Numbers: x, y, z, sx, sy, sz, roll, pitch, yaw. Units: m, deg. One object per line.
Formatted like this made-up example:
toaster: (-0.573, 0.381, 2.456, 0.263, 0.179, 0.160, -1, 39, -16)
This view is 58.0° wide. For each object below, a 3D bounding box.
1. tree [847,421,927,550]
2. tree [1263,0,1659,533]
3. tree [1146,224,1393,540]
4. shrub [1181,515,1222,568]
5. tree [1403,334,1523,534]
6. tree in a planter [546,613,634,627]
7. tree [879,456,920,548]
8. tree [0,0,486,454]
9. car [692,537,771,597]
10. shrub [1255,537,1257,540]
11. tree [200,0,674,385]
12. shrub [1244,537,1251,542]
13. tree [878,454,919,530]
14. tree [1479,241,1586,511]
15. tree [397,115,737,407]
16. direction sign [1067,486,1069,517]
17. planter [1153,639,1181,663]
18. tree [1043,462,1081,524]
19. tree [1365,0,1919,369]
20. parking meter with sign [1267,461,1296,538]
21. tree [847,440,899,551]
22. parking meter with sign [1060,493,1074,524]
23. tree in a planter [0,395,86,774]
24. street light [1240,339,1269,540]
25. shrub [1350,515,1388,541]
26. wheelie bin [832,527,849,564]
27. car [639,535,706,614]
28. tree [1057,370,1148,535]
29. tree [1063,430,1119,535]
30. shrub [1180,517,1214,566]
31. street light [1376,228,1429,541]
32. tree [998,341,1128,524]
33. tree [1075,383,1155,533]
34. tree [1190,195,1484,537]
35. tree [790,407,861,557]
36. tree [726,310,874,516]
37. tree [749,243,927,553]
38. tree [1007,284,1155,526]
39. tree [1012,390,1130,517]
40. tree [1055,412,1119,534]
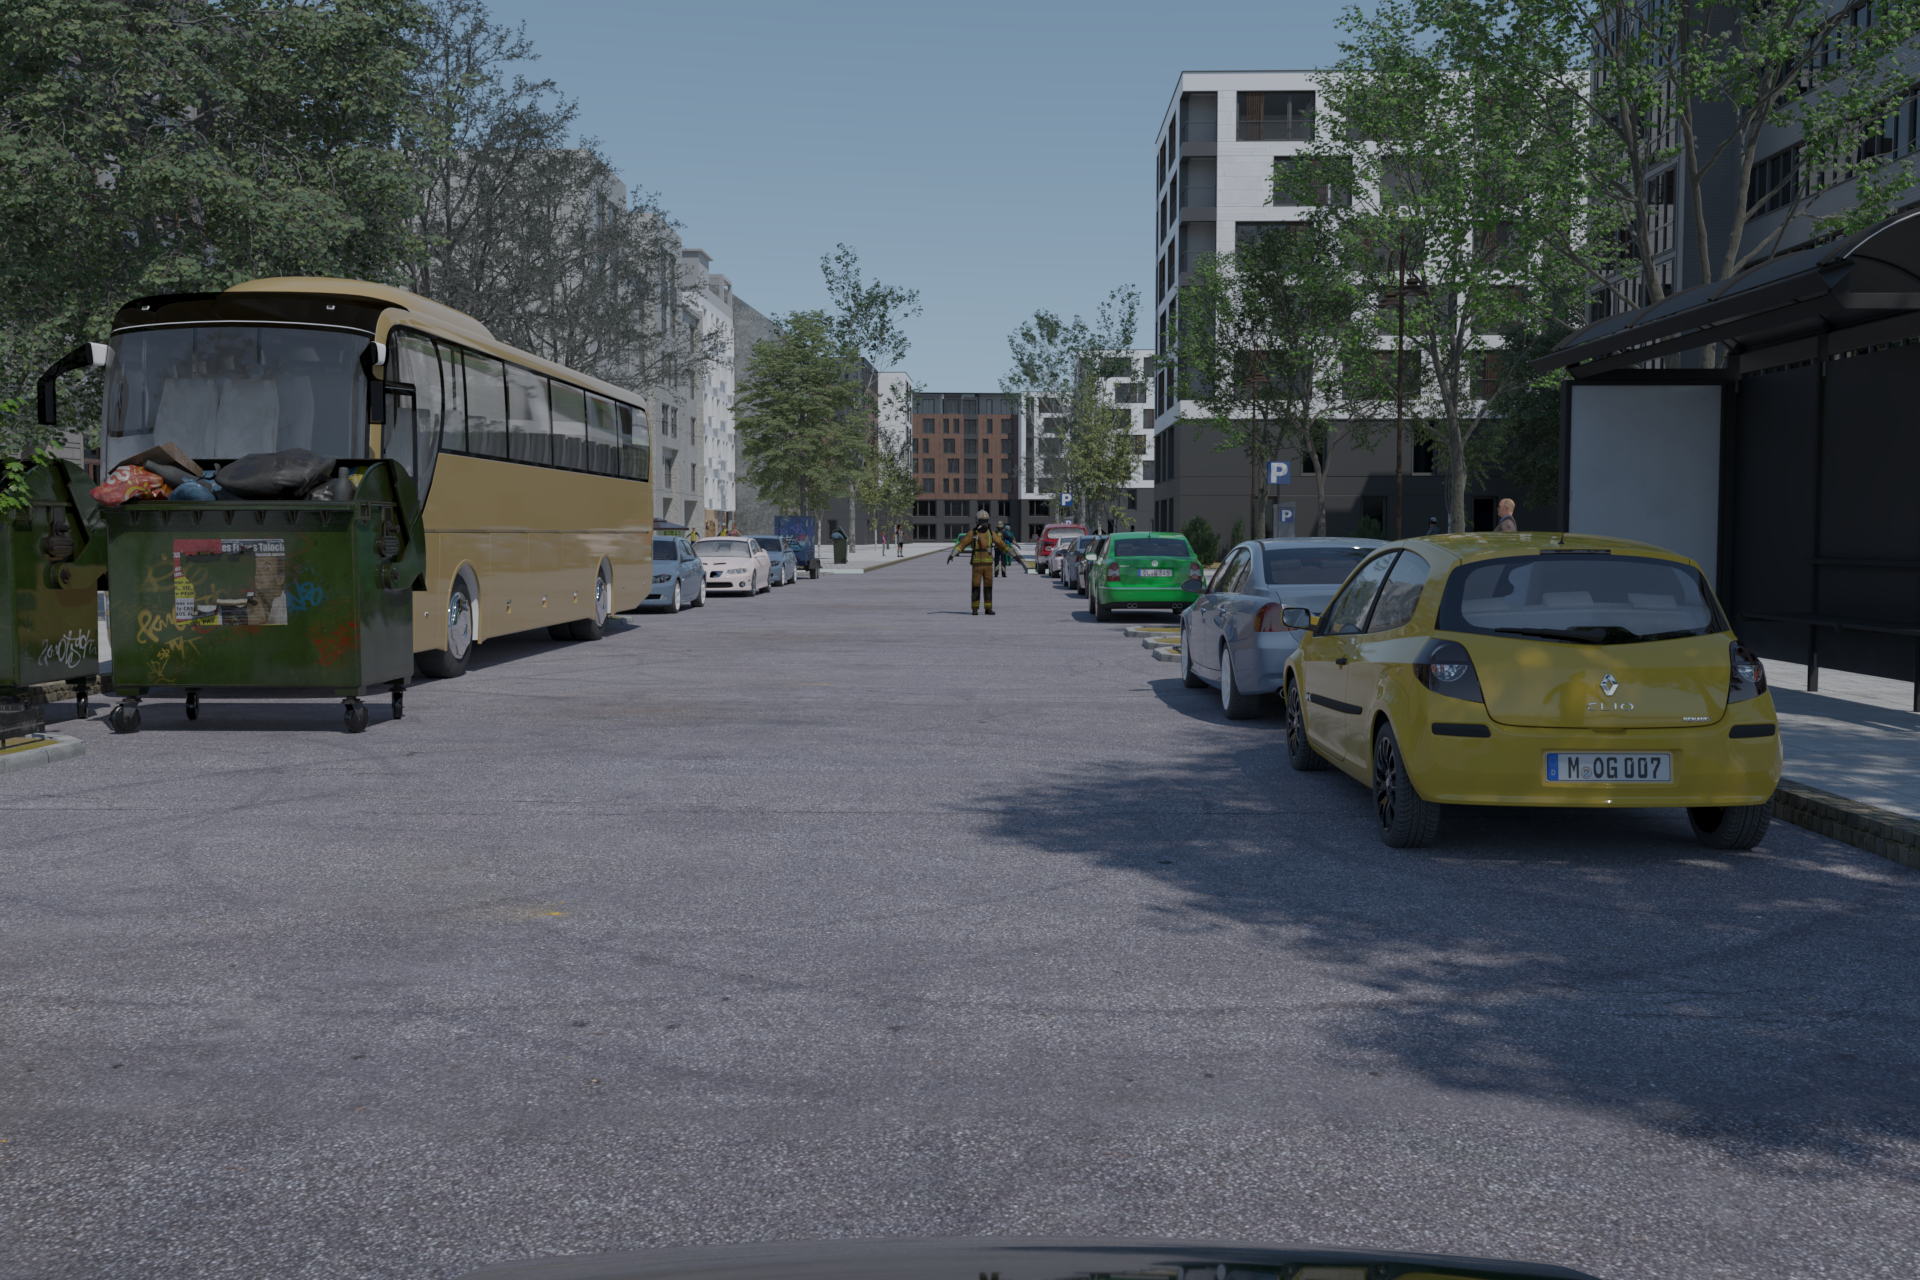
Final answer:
tree: (-6.269, -12.780, 143.360, 7.601, 10.594, 8.767, -3, 4, -39)
tree: (9.666, -6.603, 33.713, 9.928, 11.665, 9.643, 0, 3, 0)
tree: (10.247, -8.073, 57.750, 9.928, 11.665, 9.643, 0, 3, 0)
shrub: (9.022, -3.727, 65.364, 1.690, 2.028, 1.600, 0, 3, 0)
tree: (18.195, -6.905, 63.265, 4.737, 8.622, 4.395, 0, 3, 0)
tree in a planter: (-6.304, -1.859, 27.619, 1.991, 3.239, 1.994, 0, 4, 1)
tree: (-5.682, -12.490, 154.577, 4.737, 8.622, 4.395, 0, 3, 0)
tree: (-12.130, -7.320, 26.337, 9.857, 13.997, 8.962, 0, 3, 0)
car: (-5.581, -1.752, 41.001, 2.083, 1.381, 4.827, 0, 4, 1)
shrub: (12.030, -3.625, 70.380, 1.383, 1.207, 1.383, 0, 3, 0)
tree: (-11.471, -7.804, 37.970, 12.009, 13.543, 11.850, 0, 3, 0)
shrub: (10.953, -3.333, 65.617, 1.383, 1.207, 1.383, 0, 3, 0)
tree: (-5.674, -12.797, 159.587, 4.737, 8.622, 4.395, 0, 3, 0)
tree: (25.743, -10.047, 70.918, 9.857, 13.997, 8.962, 0, 3, 0)
tree: (-11.733, -8.551, 50.173, 12.009, 13.543, 11.850, 0, 3, 0)
direction sign: (5.069, -5.445, 81.027, 0.379, 3.537, 0.876, 0, 3, 0)
planter: (3.250, 0.074, 19.937, 1.991, 0.319, 1.994, 0, 4, 0)
tree: (9.245, -12.473, 154.301, 4.737, 8.622, 4.395, 0, 3, 0)
tree: (8.799, -5.806, 20.690, 9.928, 11.665, 9.643, 0, 3, 0)
parking meter with sign: (7.619, -2.725, 40.814, 0.543, 3.016, 1.738, 0, 4, 2)
tree: (-6.804, -11.288, 134.924, 4.737, 8.622, 4.395, 0, 3, 0)
parking meter with sign: (4.529, -4.692, 72.976, 0.543, 3.016, 1.738, 0, 4, 0)
tree in a planter: (-6.680, -0.824, 10.692, 1.991, 3.239, 1.994, 0, 4, 1)
street light: (6.972, -4.180, 41.131, 0.468, 5.910, 1.993, 0, 4, 1)
shrub: (16.133, -3.947, 68.579, 1.661, 2.075, 1.752, 0, 3, 0)
wheelie bin: (-5.145, -4.062, 74.319, 0.693, 1.594, 0.980, 0, 4, 2)
car: (-5.916, -1.267, 32.717, 2.014, 1.417, 4.499, 0, 4, 1)
tree: (6.284, -7.762, 77.275, 4.737, 8.622, 4.395, 0, 3, 0)
tree: (8.683, -10.343, 119.465, 4.360, 8.622, 3.978, 0, 3, 0)
shrub: (9.365, -3.944, 68.908, 1.690, 2.028, 1.600, 0, 3, 0)
street light: (6.676, -3.273, 26.297, 0.468, 5.910, 1.993, 0, 4, 1)
tree: (10.903, -19.109, 168.315, 12.611, 20.169, 13.585, 0, 3, 0)
tree: (7.546, -8.205, 84.507, 4.360, 8.622, 3.978, 0, 3, 0)
tree: (9.997, -6.882, 46.938, 8.767, 10.594, 7.601, 2, 4, 25)
tree: (-8.028, -8.918, 96.172, 4.360, 8.622, 3.978, 0, 3, 0)
tree: (-7.999, -10.368, 87.637, 7.486, 12.596, 7.792, 0, 3, 0)
tree: (-8.238, -15.886, 115.618, 12.611, 20.169, 13.585, 0, 3, 0)
tree: (10.641, -16.780, 130.244, 12.611, 20.169, 13.585, 0, 3, 0)
tree: (9.485, -14.399, 145.786, 12.009, 13.543, 11.850, 0, 3, 0)
tree: (7.683, -9.236, 101.376, 4.360, 8.622, 3.978, 0, 3, 0)
